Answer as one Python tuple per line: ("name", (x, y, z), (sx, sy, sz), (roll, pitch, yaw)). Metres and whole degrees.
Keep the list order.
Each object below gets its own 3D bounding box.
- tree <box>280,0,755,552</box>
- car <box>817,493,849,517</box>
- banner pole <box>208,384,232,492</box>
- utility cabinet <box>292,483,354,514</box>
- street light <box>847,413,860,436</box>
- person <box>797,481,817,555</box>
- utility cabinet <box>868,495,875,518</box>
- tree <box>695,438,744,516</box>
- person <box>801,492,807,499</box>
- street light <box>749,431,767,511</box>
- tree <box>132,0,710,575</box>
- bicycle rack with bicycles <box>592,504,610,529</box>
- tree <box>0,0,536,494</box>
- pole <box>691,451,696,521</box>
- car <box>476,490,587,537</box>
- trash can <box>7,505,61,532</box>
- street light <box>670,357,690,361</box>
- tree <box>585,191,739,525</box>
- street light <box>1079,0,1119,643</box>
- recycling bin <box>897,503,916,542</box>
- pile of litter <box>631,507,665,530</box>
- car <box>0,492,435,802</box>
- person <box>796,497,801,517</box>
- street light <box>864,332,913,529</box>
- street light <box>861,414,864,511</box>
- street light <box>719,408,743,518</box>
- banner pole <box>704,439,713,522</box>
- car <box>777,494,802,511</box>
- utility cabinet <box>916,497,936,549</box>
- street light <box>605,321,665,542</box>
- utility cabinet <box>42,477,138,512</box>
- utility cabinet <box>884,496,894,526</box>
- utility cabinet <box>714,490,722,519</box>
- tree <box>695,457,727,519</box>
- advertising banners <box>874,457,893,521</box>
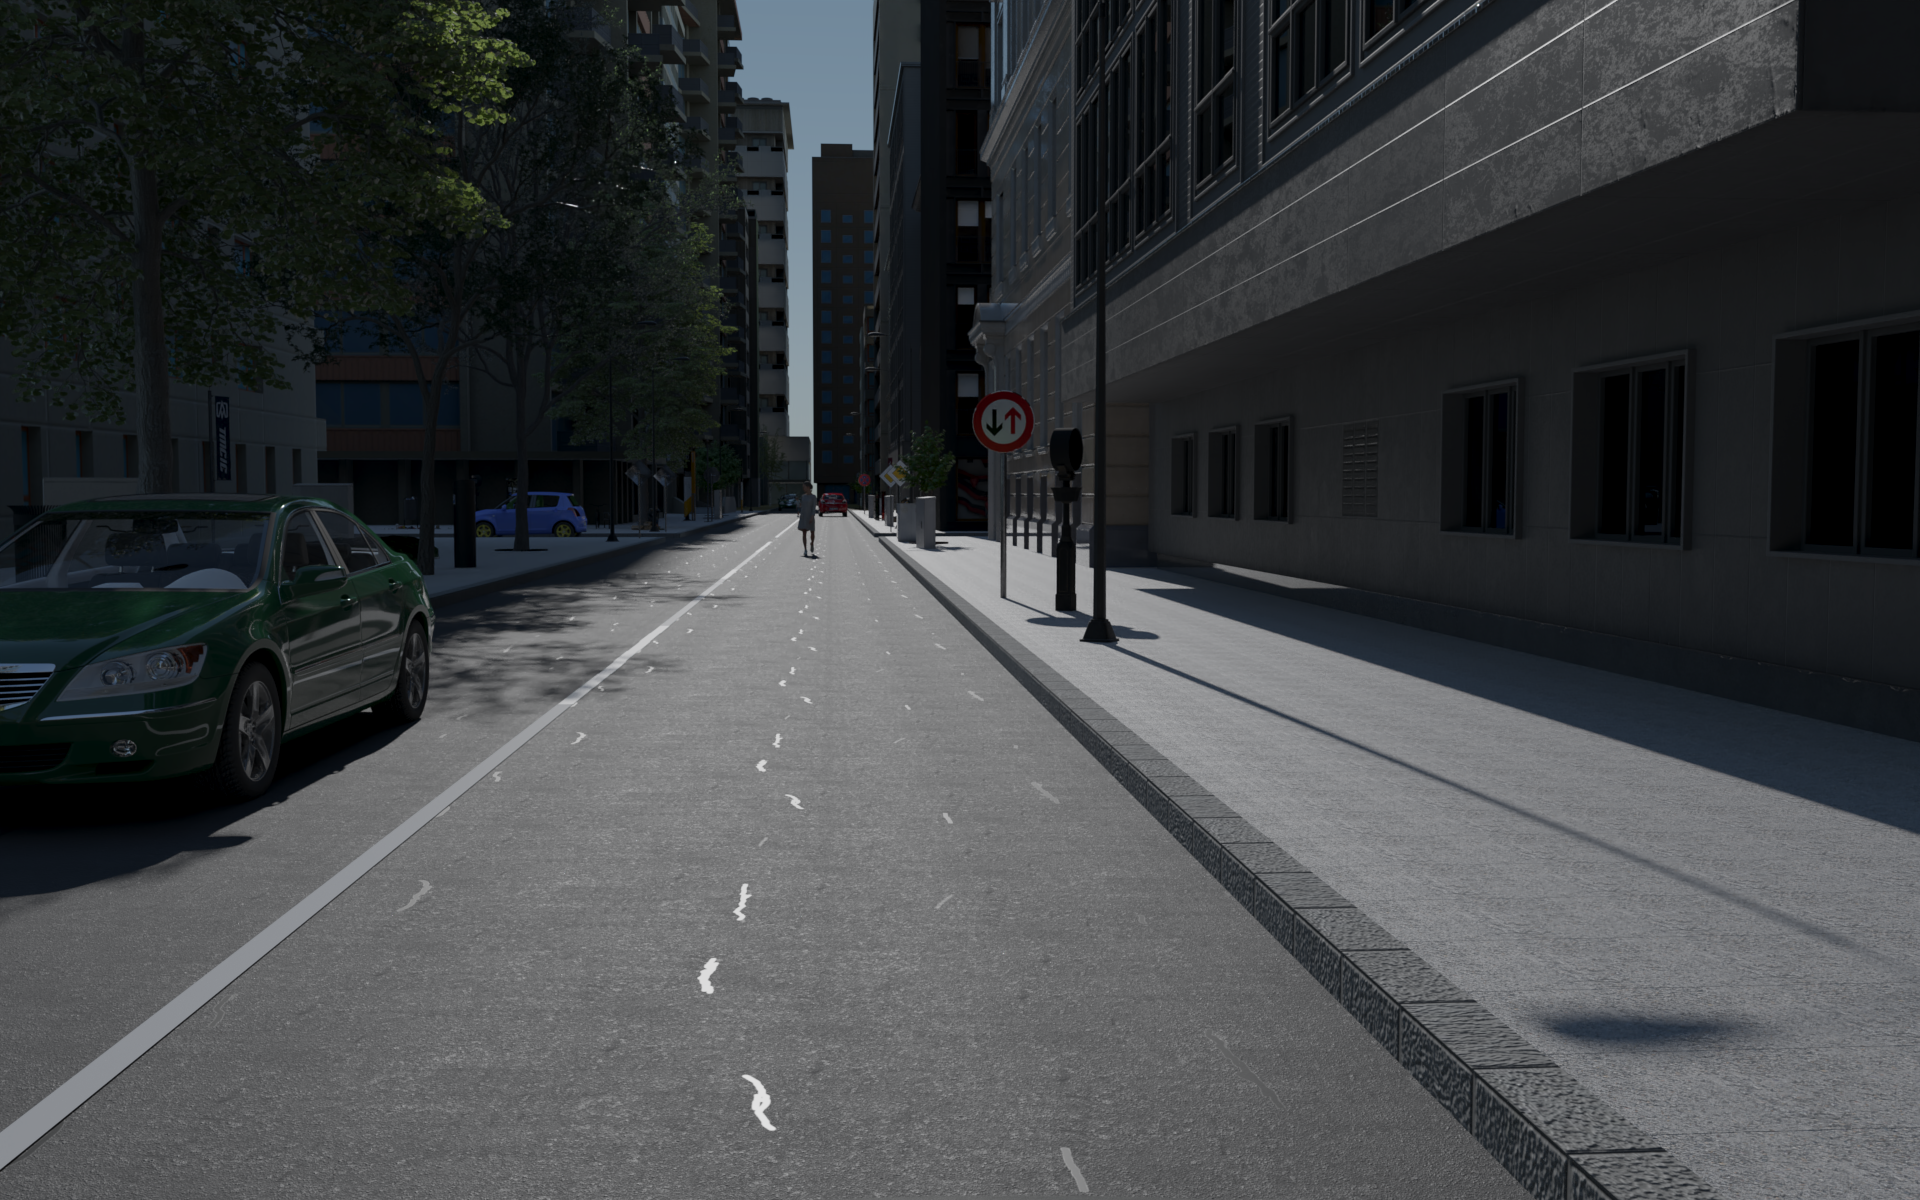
("tree", (-9.735, -7.847, 38.664), (12.009, 13.543, 11.850), (0, 3, 0))
("car", (-8.153, -6.227, 110.853), (2.155, 1.783, 4.494), (0, 4, -6))
("banner pole", (-16.618, -2.986, 38.830), (0.401, 3.779, 0.863), (1, 4, 17))
("utility cabinet", (-13.222, -1.668, 35.957), (1.173, 1.500, 0.318), (0, 4, 3))
("street light", (-5.535, -7.723, 98.817), (1.470, 5.913, 1.316), (0, 4, -4))
("person", (-3.624, -1.953, 41.178), (0.466, 1.731, 0.760), (0, 4, -1))
("utility cabinet", (-4.745, -5.026, 93.344), (0.306, 1.237, 1.020), (0, 4, 3))
("tree", (-14.377, -7.236, 102.017), (4.285, 4.588, 4.351), (0, 3, 0))
("person", (-14.827, -9.714, 167.847), (1.217, 1.766, 0.721), (0, 4, -1))
("street light", (-14.971, -9.531, 128.371), (1.470, 5.913, 1.316), (0, 4, -4))
("tree", (-8.381, -5.652, 26.830), (8.767, 10.594, 7.601), (-1, 4, -21))
("bicycle rack with bicycles", (-14.088, -3.102, 64.092), (2.852, 0.926, 2.925), (-1, 4, -16))
("tree", (-8.218, -6.067, 17.328), (7.486, 12.596, 7.792), (0, 3, 0))
("pole", (-12.763, -5.448, 82.923), (0.158, 3.312, 0.155), (0, 3, 0))
("car", (-13.323, -2.659, 53.059), (3.694, 1.707, 1.945), (0, 4, -4))
("trash can", (-11.819, -0.650, 22.278), (0.748, 1.137, 0.748), (0, 3, 0))
("street light", (-9.850, -5.274, 58.778), (1.470, 5.913, 1.316), (0, 4, -4))
("tree", (-12.091, -8.983, 64.992), (7.486, 12.596, 7.792), (0, 3, 0))
("street light", (0.677, -2.591, 14.900), (1.470, 5.913, 1.316), (0, 4, -4))
("recycling bin", (-1.338, -2.099, 46.876), (0.722, 1.027, 0.722), (0, 4, -5))
("pile of litter", (-11.158, -2.925, 61.794), (1.176, 0.858, 1.719), (-1, 4, -15))
("car", (-4.268, 0.138, 9.543), (2.131, 1.459, 4.920), (0, 4, -3))
("person", (-10.075, -5.798, 107.989), (0.352, 1.250, 0.332), (-1, 4, -12))
("street light", (-1.948, -4.733, 49.931), (1.470, 5.913, 1.316), (0, 4, -4))
("street light", (-2.783, -5.574, 63.675), (1.470, 5.913, 1.316), (0, 4, -4))
("street light", (-12.419, -7.408, 93.668), (1.470, 5.913, 1.316), (0, 4, -4))
("banner pole", (-11.593, -5.484, 79.673), (0.401, 3.779, 0.863), (0, 4, -5))
("car", (-14.548, -8.301, 147.511), (2.131, 1.459, 4.920), (0, 4, -5))
("utility cabinet", (-0.816, -1.826, 41.019), (0.306, 1.237, 1.020), (-1, 4, -12))
("street light", (-8.835, -4.528, 46.572), (1.470, 5.913, 1.316), (0, 4, -4))
("utility cabinet", (-11.734, -0.904, 23.455), (1.173, 1.500, 0.318), (-2, 4, -30))
("utility cabinet", (-2.847, -3.563, 69.422), (0.306, 1.237, 1.020), (0, 4, -7))
("utility cabinet", (-12.338, -4.863, 88.185), (0.318, 1.500, 1.173), (0, 4, -3))
("tree", (-12.921, -5.882, 90.764), (1.663, 3.219, 1.824), (0, 3, 0))
("advertising banners", (-3.691, -5.345, 83.579), (0.090, 3.025, 2.074), (-2, 4, -27))
